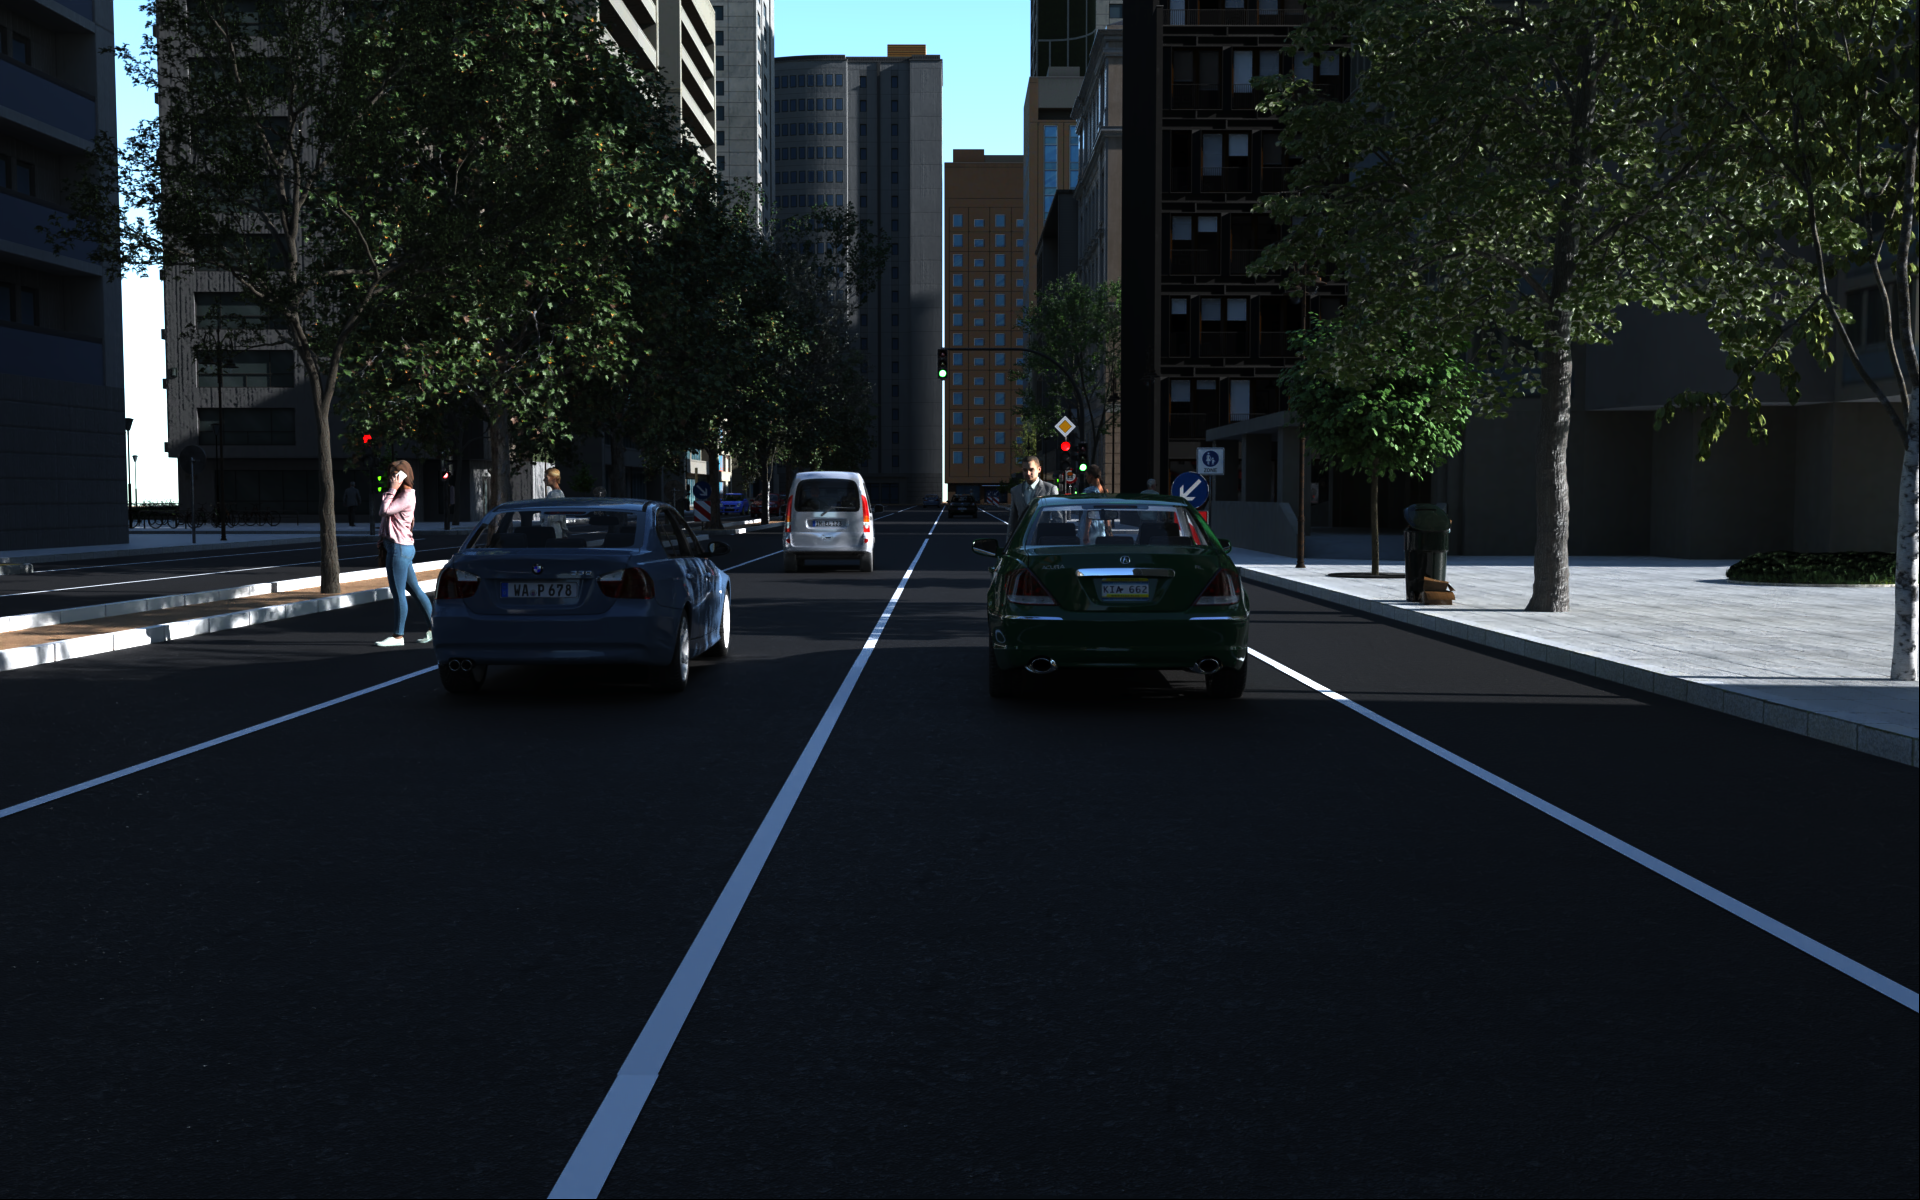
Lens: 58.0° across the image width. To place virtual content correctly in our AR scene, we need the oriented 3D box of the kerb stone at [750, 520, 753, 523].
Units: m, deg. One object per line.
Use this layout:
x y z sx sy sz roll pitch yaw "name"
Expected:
-10.244 -3.753 83.565 0.120 0.150 1.000 0 4 0 "kerb stone"

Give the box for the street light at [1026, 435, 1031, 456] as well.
5.367 -9.981 135.983 0.468 5.910 1.993 0 4 0 "street light"

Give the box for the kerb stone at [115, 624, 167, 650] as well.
-7.812 0.359 16.371 0.120 0.150 1.000 0 4 0 "kerb stone"

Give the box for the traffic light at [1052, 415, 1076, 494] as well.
3.735 -4.467 61.957 0.839 4.253 0.868 0 4 0 "traffic light"

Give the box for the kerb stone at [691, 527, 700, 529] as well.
-10.165 -2.686 66.119 0.120 0.150 1.000 0 4 0 "kerb stone"

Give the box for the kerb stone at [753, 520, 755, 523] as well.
-10.251 -3.811 84.587 0.120 0.150 1.000 0 4 0 "kerb stone"

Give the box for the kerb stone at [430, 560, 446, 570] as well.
-10.005 -0.652 32.863 0.120 0.150 1.000 0 4 0 "kerb stone"

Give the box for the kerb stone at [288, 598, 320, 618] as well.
-7.834 0.109 20.468 0.120 0.150 1.000 0 4 0 "kerb stone"

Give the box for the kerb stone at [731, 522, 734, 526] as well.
-10.215 -3.308 76.383 0.120 0.150 1.000 0 4 0 "kerb stone"

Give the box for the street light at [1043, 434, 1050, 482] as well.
5.590 -8.560 112.746 0.468 5.910 1.993 0 4 0 "street light"

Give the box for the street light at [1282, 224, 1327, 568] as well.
5.928 -3.498 29.972 0.468 5.910 1.993 0 4 0 "street light"

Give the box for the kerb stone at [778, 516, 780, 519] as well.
-10.310 -4.567 96.914 0.120 0.150 1.000 0 4 0 "kerb stone"

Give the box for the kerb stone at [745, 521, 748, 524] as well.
-10.239 -3.628 81.517 0.120 0.150 1.000 0 4 0 "kerb stone"

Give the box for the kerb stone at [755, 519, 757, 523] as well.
-10.260 -3.879 85.609 0.120 0.150 1.000 0 4 0 "kerb stone"

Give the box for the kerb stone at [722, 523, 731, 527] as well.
-10.207 -3.246 75.356 0.120 0.150 1.000 0 4 0 "kerb stone"

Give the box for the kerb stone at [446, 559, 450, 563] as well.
-10.005 -0.715 33.885 0.120 0.150 1.000 0 4 0 "kerb stone"

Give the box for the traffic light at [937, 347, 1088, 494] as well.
1.683 -4.841 53.820 4.771 5.953 1.251 0 4 0 "traffic light"

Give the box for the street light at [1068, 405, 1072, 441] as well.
5.667 -7.148 89.658 0.468 5.910 1.993 0 4 0 "street light"

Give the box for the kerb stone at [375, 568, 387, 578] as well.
-9.985 -0.462 29.783 0.120 0.150 1.000 0 4 0 "kerb stone"

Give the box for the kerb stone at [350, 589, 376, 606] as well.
-7.849 -0.019 22.514 0.120 0.150 1.000 0 4 0 "kerb stone"

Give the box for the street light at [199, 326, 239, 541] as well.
-20.371 -4.584 47.739 0.468 5.910 1.993 0 4 0 "street light"

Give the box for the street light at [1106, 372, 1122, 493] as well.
5.796 -5.669 65.475 0.468 5.910 1.993 0 4 0 "street light"

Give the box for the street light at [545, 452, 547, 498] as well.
-20.470 -6.895 85.522 0.468 5.910 1.993 0 4 0 "street light"

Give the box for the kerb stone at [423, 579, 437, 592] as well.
-7.859 -0.207 25.584 0.120 0.150 1.000 0 4 0 "kerb stone"

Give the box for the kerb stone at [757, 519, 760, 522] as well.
-10.271 -3.935 86.633 0.120 0.150 1.000 0 4 0 "kerb stone"

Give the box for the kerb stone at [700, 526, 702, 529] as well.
-10.172 -2.746 67.148 0.120 0.150 1.000 0 4 0 "kerb stone"

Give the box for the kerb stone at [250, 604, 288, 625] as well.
-7.830 0.168 19.446 0.120 0.150 1.000 0 4 0 "kerb stone"

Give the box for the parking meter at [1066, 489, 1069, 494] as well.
5.308 -4.724 85.642 0.372 1.533 0.369 0 3 0 "parking meter"

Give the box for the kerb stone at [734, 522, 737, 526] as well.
-10.216 -3.374 77.407 0.120 0.150 1.000 0 4 0 "kerb stone"

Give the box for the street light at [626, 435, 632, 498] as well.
-20.602 -8.301 108.506 0.468 5.910 1.993 0 4 0 "street light"

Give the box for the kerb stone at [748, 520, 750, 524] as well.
-10.247 -3.691 82.542 0.120 0.150 1.000 0 4 0 "kerb stone"

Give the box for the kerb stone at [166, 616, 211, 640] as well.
-7.824 0.296 17.397 0.120 0.150 1.000 0 4 0 "kerb stone"

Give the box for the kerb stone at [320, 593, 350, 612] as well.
-7.837 0.045 21.490 0.120 0.150 1.000 0 4 0 "kerb stone"

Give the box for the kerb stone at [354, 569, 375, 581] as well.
-9.975 -0.400 28.748 0.120 0.150 1.000 0 4 0 "kerb stone"

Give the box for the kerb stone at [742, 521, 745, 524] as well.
-10.240 -3.560 80.477 0.120 0.150 1.000 0 4 0 "kerb stone"

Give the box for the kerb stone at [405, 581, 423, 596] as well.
-7.858 -0.145 24.558 0.120 0.150 1.000 0 4 0 "kerb stone"

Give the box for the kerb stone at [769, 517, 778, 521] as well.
-10.314 -4.507 95.880 0.120 0.150 1.000 0 4 0 "kerb stone"

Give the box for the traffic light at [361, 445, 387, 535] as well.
-18.286 -3.971 53.847 0.839 4.253 0.868 0 4 0 "traffic light"

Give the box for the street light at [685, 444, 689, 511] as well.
-20.752 -9.704 131.445 0.468 5.910 1.993 0 4 0 "street light"

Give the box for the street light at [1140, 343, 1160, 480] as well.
5.799 -4.910 53.069 0.468 5.910 1.993 0 4 0 "street light"

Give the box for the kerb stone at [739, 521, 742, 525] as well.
-10.231 -3.500 79.455 0.120 0.150 1.000 0 4 0 "kerb stone"

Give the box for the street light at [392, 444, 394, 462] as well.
-20.334 -5.460 62.066 0.468 5.910 1.993 0 4 0 "street light"

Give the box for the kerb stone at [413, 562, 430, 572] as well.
-9.999 -0.589 31.829 0.120 0.150 1.000 0 4 0 "kerb stone"

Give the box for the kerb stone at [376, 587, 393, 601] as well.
-7.856 -0.081 23.536 0.120 0.150 1.000 0 4 0 "kerb stone"

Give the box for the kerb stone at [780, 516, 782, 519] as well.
-10.324 -4.632 97.936 0.120 0.150 1.000 0 4 0 "kerb stone"

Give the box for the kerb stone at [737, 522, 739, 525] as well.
-10.230 -3.439 78.430 0.120 0.150 1.000 0 4 0 "kerb stone"

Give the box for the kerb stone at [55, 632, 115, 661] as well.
-7.811 0.419 15.343 0.120 0.150 1.000 0 4 0 "kerb stone"

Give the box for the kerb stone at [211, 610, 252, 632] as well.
-7.825 0.233 18.421 0.120 0.150 1.000 0 4 0 "kerb stone"

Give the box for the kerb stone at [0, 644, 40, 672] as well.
-7.807 0.482 14.309 0.120 0.150 1.000 0 4 0 "kerb stone"
